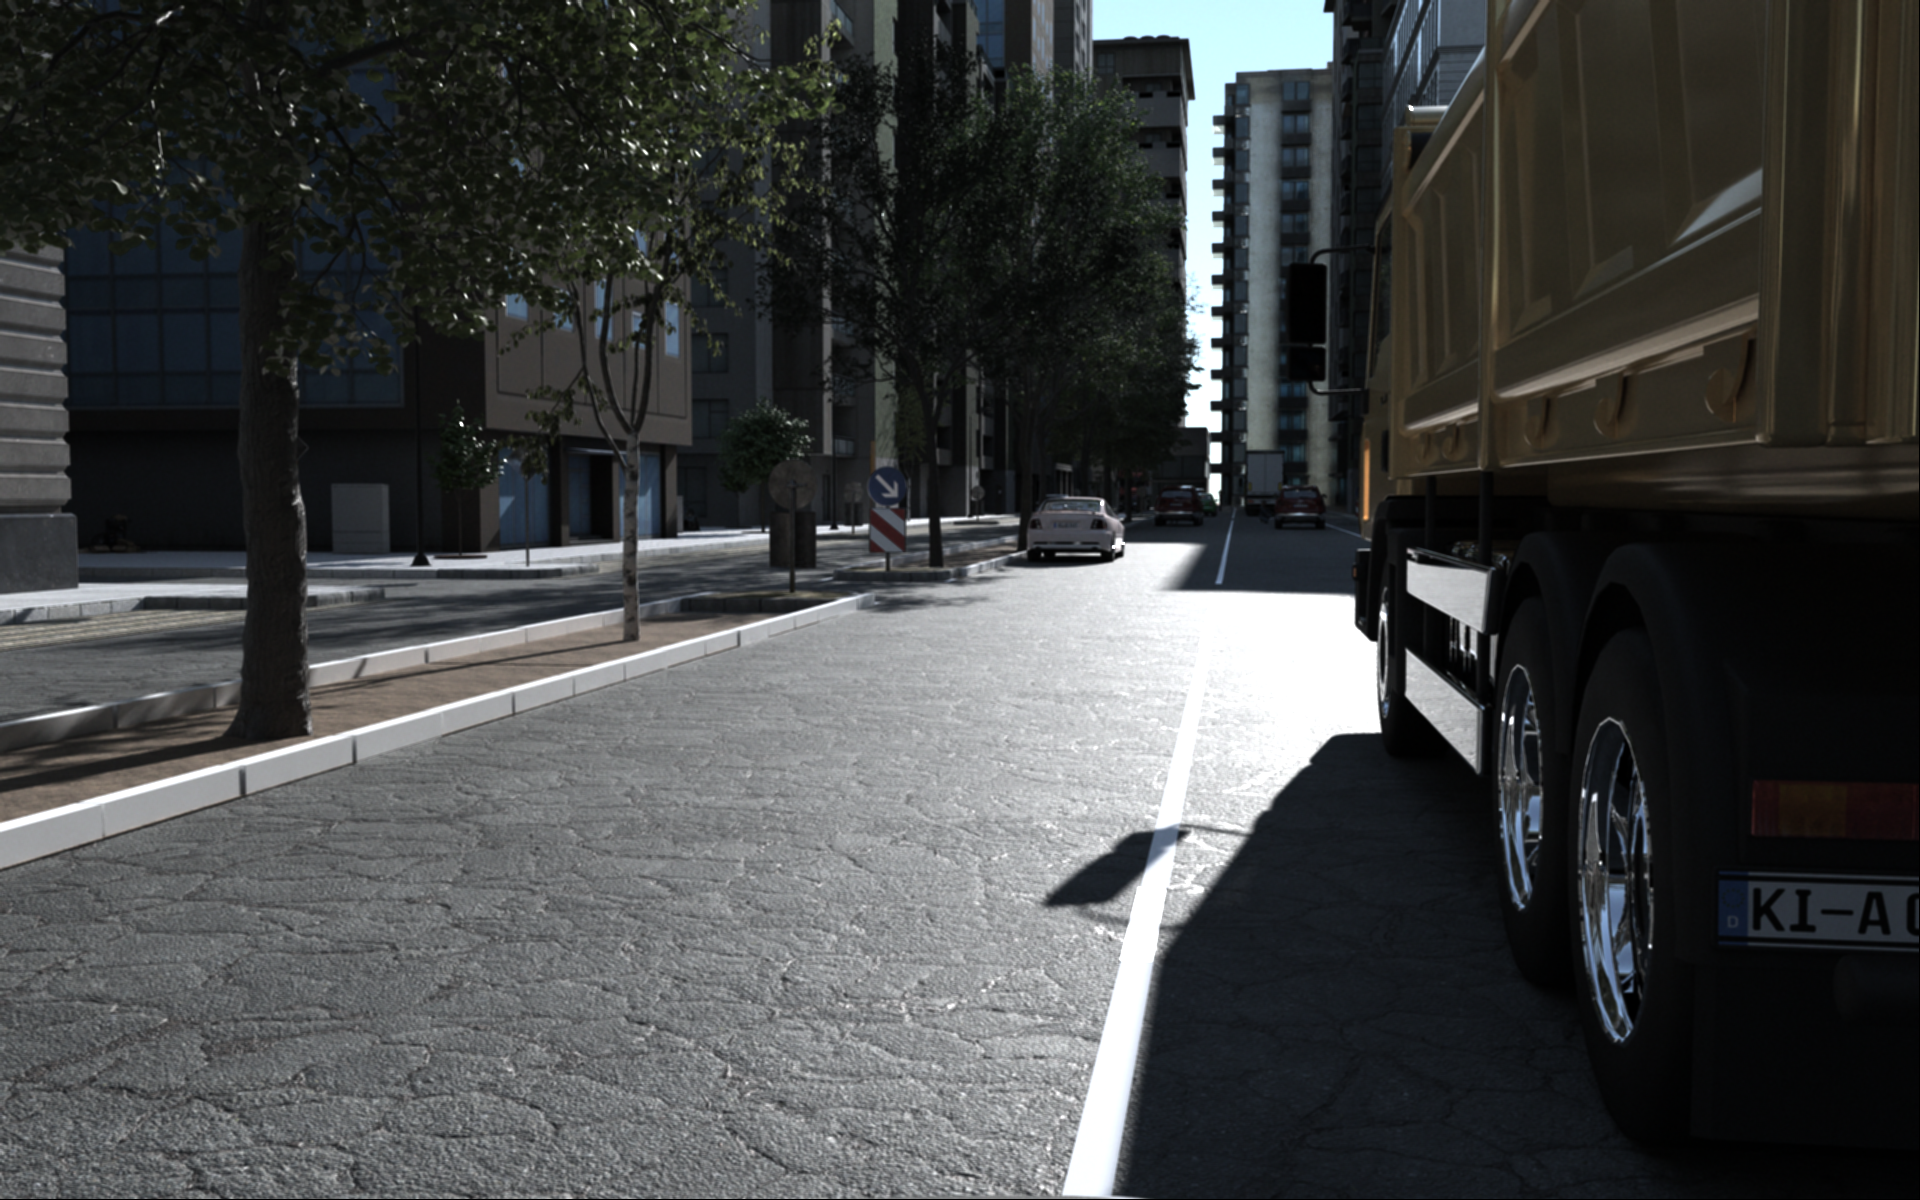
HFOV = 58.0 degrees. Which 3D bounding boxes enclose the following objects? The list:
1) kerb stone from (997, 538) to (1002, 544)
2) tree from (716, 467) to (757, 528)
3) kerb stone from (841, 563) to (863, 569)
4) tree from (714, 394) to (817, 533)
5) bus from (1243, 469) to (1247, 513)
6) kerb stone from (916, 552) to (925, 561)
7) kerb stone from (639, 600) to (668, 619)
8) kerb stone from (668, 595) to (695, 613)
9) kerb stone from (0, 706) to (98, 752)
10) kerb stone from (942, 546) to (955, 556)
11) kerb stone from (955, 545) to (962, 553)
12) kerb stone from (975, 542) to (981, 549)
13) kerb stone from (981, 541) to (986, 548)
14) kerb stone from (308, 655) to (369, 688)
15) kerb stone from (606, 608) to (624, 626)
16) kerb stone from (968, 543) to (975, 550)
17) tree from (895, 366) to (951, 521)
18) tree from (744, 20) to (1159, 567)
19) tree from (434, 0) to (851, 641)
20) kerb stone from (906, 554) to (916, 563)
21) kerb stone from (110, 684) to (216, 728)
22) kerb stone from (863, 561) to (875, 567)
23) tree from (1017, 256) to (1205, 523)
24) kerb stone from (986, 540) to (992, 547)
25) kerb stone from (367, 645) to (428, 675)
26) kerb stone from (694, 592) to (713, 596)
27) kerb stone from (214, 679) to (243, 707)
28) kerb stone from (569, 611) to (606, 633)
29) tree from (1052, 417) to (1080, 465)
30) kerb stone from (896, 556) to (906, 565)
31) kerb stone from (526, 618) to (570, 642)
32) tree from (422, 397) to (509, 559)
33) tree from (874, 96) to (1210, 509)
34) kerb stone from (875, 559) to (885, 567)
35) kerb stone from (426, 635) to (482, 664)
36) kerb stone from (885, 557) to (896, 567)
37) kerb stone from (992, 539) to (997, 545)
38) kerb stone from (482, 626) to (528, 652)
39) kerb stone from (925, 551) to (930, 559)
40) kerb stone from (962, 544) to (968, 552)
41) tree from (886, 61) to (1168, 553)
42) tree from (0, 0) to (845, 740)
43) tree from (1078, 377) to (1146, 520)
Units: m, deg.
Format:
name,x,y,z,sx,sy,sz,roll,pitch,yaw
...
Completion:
name,x,y,z,sx,sy,sz,roll,pitch,yaw
kerb stone,0.985,-1.636,49.006,0.120,0.150,1.000,1,4,9
tree,-8.424,-4.321,65.242,1.663,3.219,1.824,0,3,0
kerb stone,-1.937,-0.527,30.808,0.120,0.150,1.000,1,4,9
tree,-6.422,-4.492,57.153,4.285,4.588,4.351,0,3,0
bus,22.803,-8.510,130.680,2.896,3.916,12.252,1,4,10
kerb stone,-0.956,-0.898,36.884,0.120,0.150,1.000,1,4,9
kerb stone,-3.648,0.125,20.164,0.120,0.150,1.000,1,4,9
kerb stone,-3.481,0.065,21.179,0.120,0.150,1.000,1,4,9
kerb stone,-5.280,0.748,10.033,0.120,0.150,1.000,1,4,9
kerb stone,-0.312,-1.145,40.927,0.120,0.150,1.000,1,4,9
kerb stone,-0.146,-1.207,41.936,0.120,0.150,1.000,1,4,9
kerb stone,0.338,-1.393,44.967,0.120,0.150,1.000,1,4,9
kerb stone,0.504,-1.455,45.976,0.120,0.150,1.000,1,4,9
kerb stone,-4.786,0.559,13.067,0.120,0.150,1.000,1,4,9
kerb stone,-3.816,0.190,19.152,0.120,0.150,1.000,1,4,9
kerb stone,0.182,-1.329,43.957,0.120,0.150,1.000,1,4,9
tree,-2.475,-8.126,83.223,4.737,8.622,4.395,0,3,0
tree,-0.369,-5.876,32.942,8.767,10.594,7.601,1,4,9
tree,-3.174,-3.915,16.829,4.360,8.622,3.978,0,3,0
kerb stone,-1.118,-0.836,35.871,0.120,0.150,1.000,1,4,9
kerb stone,-5.109,0.682,11.048,0.120,0.150,1.000,1,4,9
kerb stone,-1.775,-0.589,31.819,0.120,0.150,1.000,1,4,9
tree,6.139,-9.315,72.882,7.486,12.596,7.792,0,3,0
kerb stone,0.667,-1.513,46.986,0.120,0.150,1.000,1,4,9
kerb stone,-4.631,0.497,14.077,0.120,0.150,1.000,1,4,9
kerb stone,-3.322,0.000,22.192,0.120,0.150,1.000,1,4,9
kerb stone,-4.945,0.624,12.057,0.120,0.150,1.000,1,4,9
kerb stone,-3.979,0.248,18.143,0.120,0.150,1.000,1,4,9
tree,9.272,-12.694,157.905,4.737,8.622,4.395,0,3,0
kerb stone,-1.283,-0.774,34.858,0.120,0.150,1.000,1,4,9
kerb stone,-4.137,0.310,17.133,0.120,0.150,1.000,1,4,9
tree,-10.052,-2.437,34.447,1.663,3.219,1.824,0,3,0
tree,2.555,-8.584,53.174,12.009,13.543,11.850,0,3,0
kerb stone,-1.621,-0.649,32.830,0.120,0.150,1.000,1,4,9
kerb stone,-4.458,0.438,15.096,0.120,0.150,1.000,1,4,9
kerb stone,-1.450,-0.713,33.849,0.120,0.150,1.000,1,4,9
kerb stone,0.827,-1.578,47.995,0.120,0.150,1.000,1,4,9
kerb stone,-4.300,0.380,16.114,0.120,0.150,1.000,1,4,9
kerb stone,-0.800,-0.960,37.894,0.120,0.150,1.000,1,4,9
kerb stone,0.011,-1.269,42.946,0.120,0.150,1.000,1,4,9
tree,1.665,-6.932,41.544,9.928,11.665,9.643,0,3,0
tree,-4.090,-5.487,10.301,7.486,12.596,7.792,0,3,0
tree,7.321,-7.787,80.136,4.360,8.622,3.978,0,3,0
